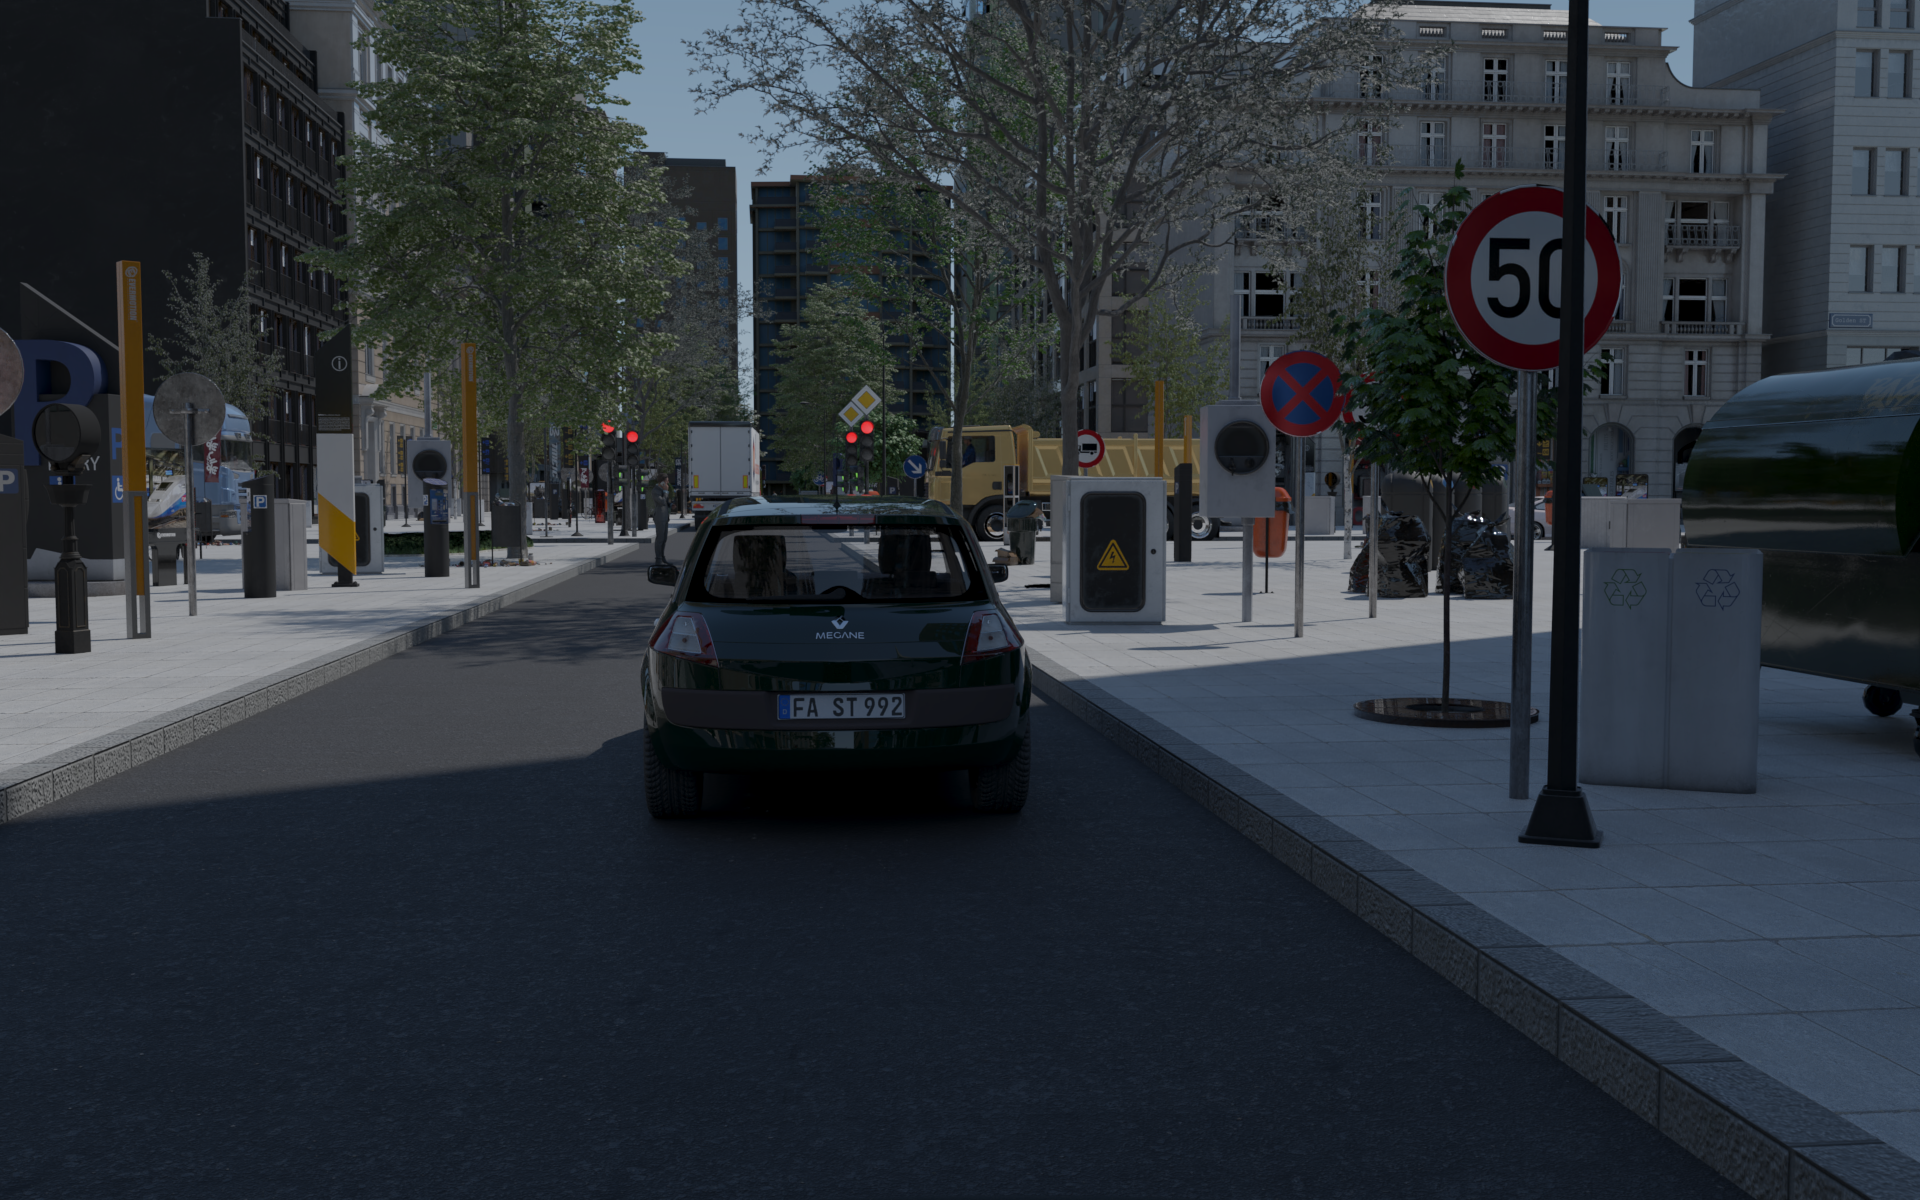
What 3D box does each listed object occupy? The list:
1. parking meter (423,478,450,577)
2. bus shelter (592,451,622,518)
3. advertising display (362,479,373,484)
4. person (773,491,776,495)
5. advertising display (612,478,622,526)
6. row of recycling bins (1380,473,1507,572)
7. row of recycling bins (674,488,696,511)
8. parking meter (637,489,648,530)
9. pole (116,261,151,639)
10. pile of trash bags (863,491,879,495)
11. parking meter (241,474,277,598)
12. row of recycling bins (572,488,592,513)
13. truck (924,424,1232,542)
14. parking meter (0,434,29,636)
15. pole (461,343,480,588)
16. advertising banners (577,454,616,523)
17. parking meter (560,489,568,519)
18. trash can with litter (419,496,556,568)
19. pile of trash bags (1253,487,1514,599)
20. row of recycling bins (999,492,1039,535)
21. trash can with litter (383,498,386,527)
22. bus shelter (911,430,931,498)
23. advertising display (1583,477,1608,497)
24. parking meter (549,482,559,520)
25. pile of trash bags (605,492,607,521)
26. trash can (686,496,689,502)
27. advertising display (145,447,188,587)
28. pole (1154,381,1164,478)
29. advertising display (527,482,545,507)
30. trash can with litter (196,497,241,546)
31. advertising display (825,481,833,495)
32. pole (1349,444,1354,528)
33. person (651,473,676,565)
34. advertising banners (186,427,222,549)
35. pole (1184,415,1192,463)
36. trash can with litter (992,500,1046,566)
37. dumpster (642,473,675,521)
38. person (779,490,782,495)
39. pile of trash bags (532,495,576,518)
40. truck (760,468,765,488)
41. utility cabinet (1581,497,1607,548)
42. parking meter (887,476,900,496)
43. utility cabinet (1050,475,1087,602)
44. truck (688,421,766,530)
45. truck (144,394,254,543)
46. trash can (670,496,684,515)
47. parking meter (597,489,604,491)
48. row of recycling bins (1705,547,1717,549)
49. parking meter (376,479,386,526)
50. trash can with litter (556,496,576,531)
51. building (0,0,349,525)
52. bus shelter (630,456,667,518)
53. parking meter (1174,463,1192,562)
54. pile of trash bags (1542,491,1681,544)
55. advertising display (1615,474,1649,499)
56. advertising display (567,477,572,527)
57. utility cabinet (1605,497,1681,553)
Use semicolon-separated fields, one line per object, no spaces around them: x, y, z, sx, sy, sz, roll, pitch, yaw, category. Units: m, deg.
-8.106;-1.125;26.807;0.372;1.533;0.369;0;3;0;parking meter
-19.616;-6.517;97.828;1.731;3.624;6.357;0;4;-6;bus shelter
-26.221;-4.352;76.370;0.974;1.923;0.123;2;4;33;advertising display
-19.746;-10.668;183.714;1.217;1.735;0.721;3;4;37;person
-13.799;-3.970;70.124;0.123;1.923;0.974;1;4;22;advertising display
8.281;-1.382;29.709;1.069;1.692;3.534;3;5;43;row of recycling bins
-19.715;-7.142;123.888;1.069;1.692;3.534;-2;4;-31;row of recycling bins
-11.461;-3.312;62.563;0.372;1.533;0.369;0;3;0;parking meter
-7.300;-1.312;15.301;0.158;3.312;0.155;0;3;0;pole
-1.653;-2.749;54.702;3.447;1.369;1.912;-3;5;-39;pile of trash bags
-8.676;-0.796;21.432;0.372;1.533;0.369;0;3;0;parking meter
-25.002;-6.651;115.861;1.069;1.692;3.534;1;4;20;row of recycling bins
3.027;-3.279;49.541;9.791;3.379;3.469;0;4;-5;truck
-8.724;-0.615;15.770;0.255;1.863;0.399;3;4;36;parking meter
-6.655;-1.816;23.536;0.158;3.312;0.155;0;3;0;pole
-15.819;-4.893;76.195;2.074;3.025;0.090;1;4;9;advertising banners
-20.135;-4.890;88.369;0.372;1.533;0.369;0;3;0;parking meter
-8.485;-1.215;30.921;2.233;1.210;1.678;0;4;-8;trash can with litter
5.385;-0.763;22.227;3.447;1.369;1.912;1;4;16;pile of trash bags
1.805;-2.958;55.472;1.069;1.692;3.534;-1;4;-11;row of recycling bins
-22.322;-3.321;65.692;1.055;1.170;0.624;0;4;2;trash can with litter
-1.020;-4.581;66.187;1.731;3.624;6.357;0;4;-6;bus shelter
24.134;-3.708;65.840;0.974;1.923;0.123;-1;4;-9;advertising display
-20.214;-4.928;86.283;0.399;1.863;0.255;-3;4;-39;parking meter
-16.458;-4.438;82.316;1.912;1.369;3.447;0;4;6;pile of trash bags
-18.067;-6.220;113.354;0.748;1.137;0.748;0;3;0;trash can
-11.108;-1.157;24.138;0.123;1.923;0.974;1;4;16;advertising display
3.595;-2.291;31.302;0.158;3.312;0.155;0;3;0;pole
-22.994;-5.460;94.486;0.974;1.923;0.123;0;4;4;advertising display
-18.498;-1.957;43.058;2.233;1.210;1.678;0;4;-6;trash can with litter
-6.065;-4.829;84.167;0.974;1.923;0.123;1;4;13;advertising display
14.715;-4.365;65.203;0.158;3.312;0.155;0;3;0;pole
-5.881;-1.603;34.516;0.447;1.846;0.655;0;4;5;person
-18.217;-2.724;40.719;2.074;3.025;0.090;1;4;13;advertising banners
5.913;-3.130;45.016;0.158;3.312;0.155;0;3;0;pole
1.053;-1.217;31.277;0.624;1.170;1.055;2;4;32;trash can with litter
-13.852;-4.694;79.242;1.502;2.255;1.985;0;4;-6;dumpster
-16.810;-9.449;163.008;0.705;1.821;1.348;0;4;-7;person
-22.116;-5.007;91.618;3.447;1.369;1.912;-2;4;-26;pile of trash bags
-20.923;-11.167;172.343;2.967;4.110;18.799;0;4;-6;truck
15.128;-1.812;40.794;1.020;1.237;0.306;2;4;28;utility cabinet
-2.177;-3.119;56.705;0.399;1.863;0.255;1;4;9;parking meter
1.429;-0.736;20.709;0.318;1.500;1.173;1;4;23;utility cabinet
-9.693;-5.109;72.447;2.839;4.237;11.283;0;4;-5;truck
-27.609;-3.379;45.007;18.799;4.110;2.967;0;4;-6;truck
-17.876;-5.880;107.798;0.748;1.137;0.748;0;3;0;trash can
-19.434;-5.218;93.722;0.372;1.533;0.369;0;3;0;parking meter
8.596;-0.520;15.621;3.534;1.692;1.069;2;4;34;row of recycling bins
-23.188;-3.893;69.368;0.255;1.863;0.399;-2;4;-33;parking meter
-14.760;-2.995;60.031;2.233;1.210;1.678;-3;5;-42;trash can with litter
-33.163;-14.729;70.503;12.332;23.373;15.834;0;4;-6;building
-17.259;-6.199;95.272;2.014;3.302;5.546;0;4;-7;bus shelter
4.231;-1.662;32.882;0.255;1.863;0.399;-1;4;-11;parking meter
17.253;-2.213;45.930;3.447;1.369;1.912;1;4;15;pile of trash bags
21.383;-3.054;55.147;0.974;1.923;0.123;2;4;25;advertising display
-15.090;-3.774;66.924;0.123;1.923;0.974;-1;4;-9;advertising display
8.988;-0.709;22.749;1.020;1.237;0.306;-2;4;-28;utility cabinet
